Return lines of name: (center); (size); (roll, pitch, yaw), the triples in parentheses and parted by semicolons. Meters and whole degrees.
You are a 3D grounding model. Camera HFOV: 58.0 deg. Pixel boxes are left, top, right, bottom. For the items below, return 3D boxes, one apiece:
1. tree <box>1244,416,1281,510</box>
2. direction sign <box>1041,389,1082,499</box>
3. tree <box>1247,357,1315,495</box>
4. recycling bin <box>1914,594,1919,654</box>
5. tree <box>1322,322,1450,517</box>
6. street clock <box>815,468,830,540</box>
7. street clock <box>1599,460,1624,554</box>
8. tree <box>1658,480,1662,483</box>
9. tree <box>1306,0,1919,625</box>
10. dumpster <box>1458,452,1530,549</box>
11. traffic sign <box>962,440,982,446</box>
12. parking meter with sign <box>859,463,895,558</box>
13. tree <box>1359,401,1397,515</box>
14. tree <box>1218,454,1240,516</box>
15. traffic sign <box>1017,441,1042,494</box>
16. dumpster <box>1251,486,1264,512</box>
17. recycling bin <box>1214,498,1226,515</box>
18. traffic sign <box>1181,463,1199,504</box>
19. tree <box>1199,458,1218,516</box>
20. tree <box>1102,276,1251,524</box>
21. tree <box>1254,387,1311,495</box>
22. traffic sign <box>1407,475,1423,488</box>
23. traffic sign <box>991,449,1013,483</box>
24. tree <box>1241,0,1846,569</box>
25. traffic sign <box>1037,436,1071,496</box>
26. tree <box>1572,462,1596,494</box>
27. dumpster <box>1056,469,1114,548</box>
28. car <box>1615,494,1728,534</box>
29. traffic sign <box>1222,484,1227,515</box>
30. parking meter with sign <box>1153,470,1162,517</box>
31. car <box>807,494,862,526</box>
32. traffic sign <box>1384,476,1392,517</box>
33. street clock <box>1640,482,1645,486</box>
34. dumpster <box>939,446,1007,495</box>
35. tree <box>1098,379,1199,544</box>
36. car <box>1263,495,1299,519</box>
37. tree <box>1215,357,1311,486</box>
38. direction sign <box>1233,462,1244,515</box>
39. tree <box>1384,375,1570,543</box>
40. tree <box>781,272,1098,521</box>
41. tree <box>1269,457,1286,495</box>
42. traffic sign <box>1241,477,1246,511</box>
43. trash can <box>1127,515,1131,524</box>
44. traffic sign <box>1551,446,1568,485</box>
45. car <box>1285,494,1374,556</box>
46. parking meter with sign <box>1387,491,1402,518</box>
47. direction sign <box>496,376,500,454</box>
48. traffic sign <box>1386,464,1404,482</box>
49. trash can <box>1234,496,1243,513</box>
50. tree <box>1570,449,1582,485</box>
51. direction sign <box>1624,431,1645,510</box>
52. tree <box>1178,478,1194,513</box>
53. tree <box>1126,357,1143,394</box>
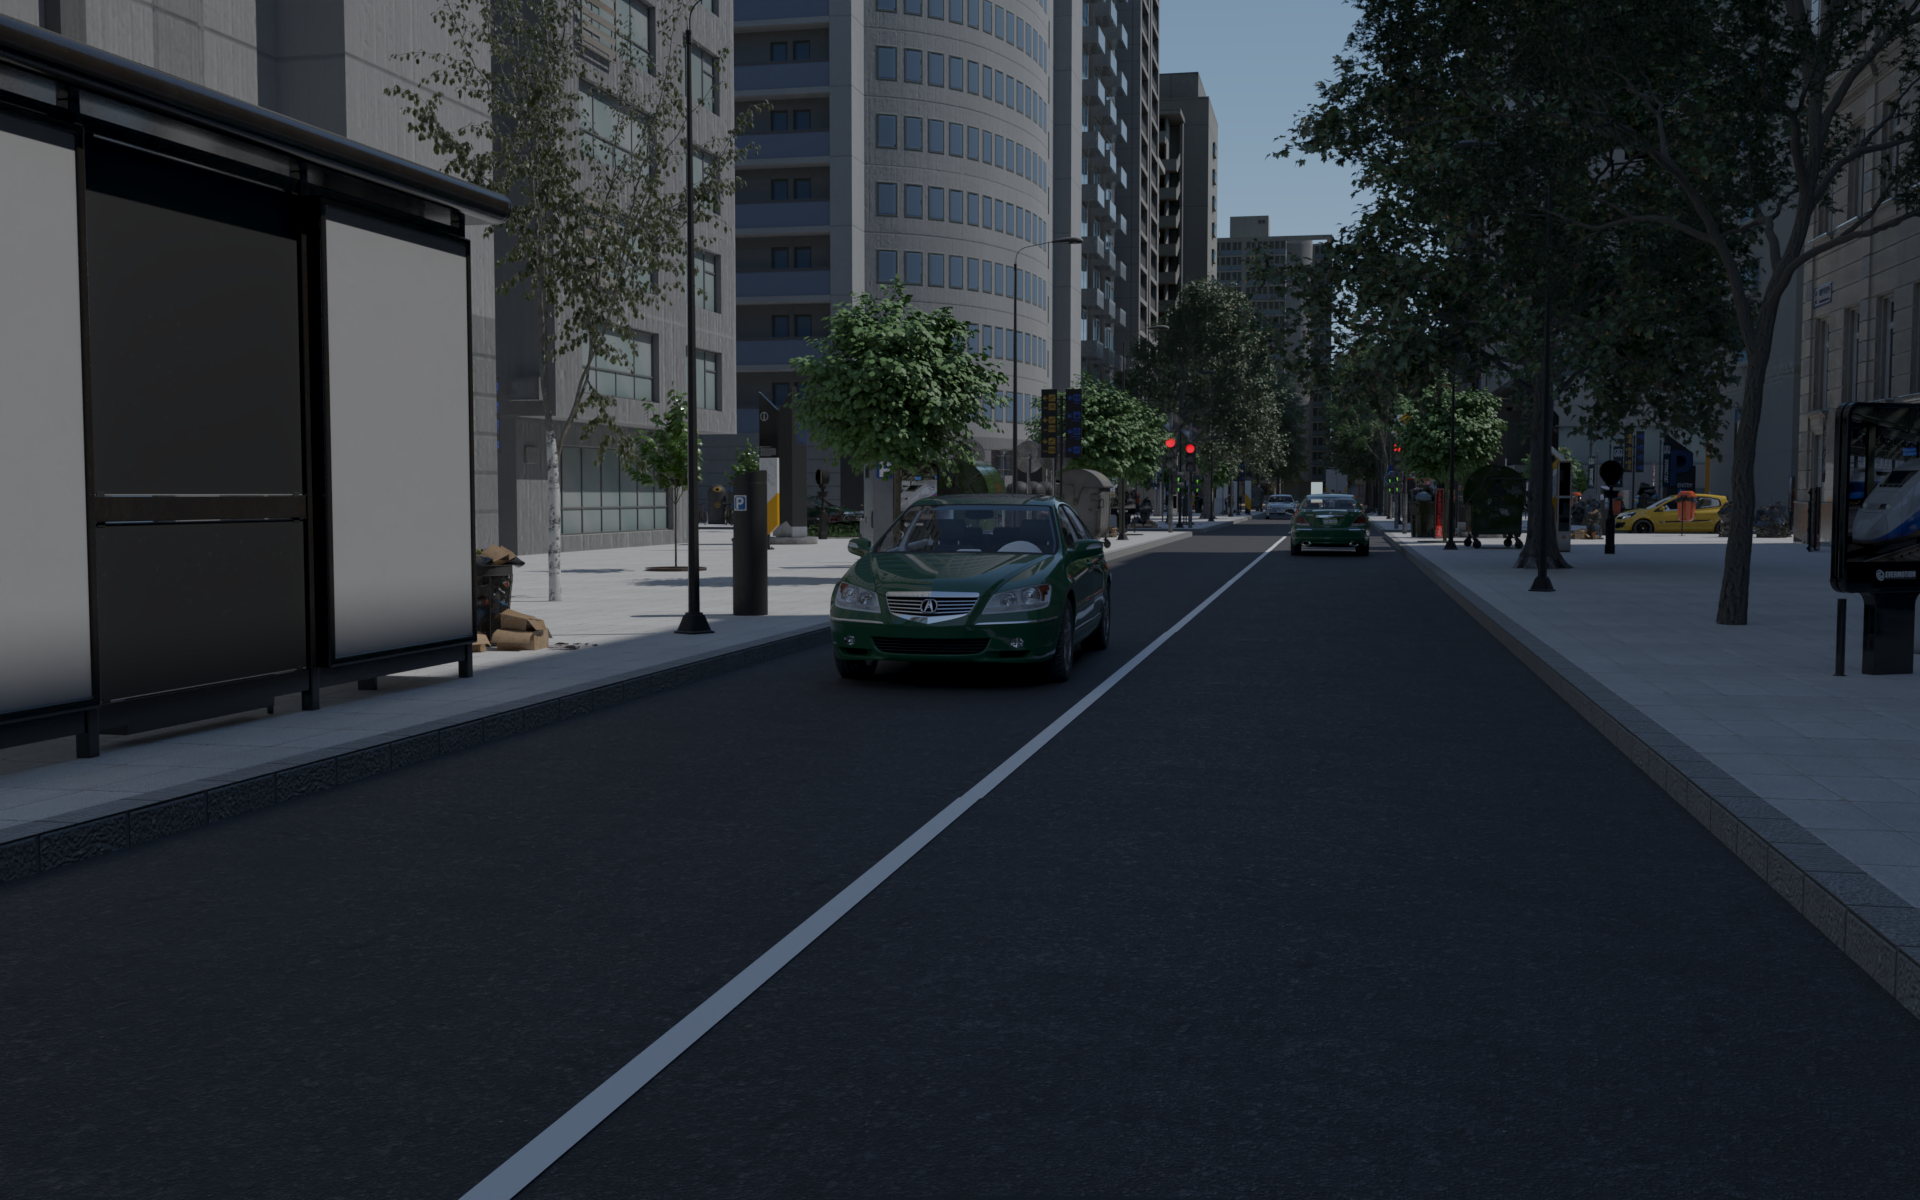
tree: (23.685, -11.506, 138.492); (4.737, 8.622, 4.395); (0, 3, 0)
direction sign: (2.184, -2.775, 37.365); (0.876, 3.537, 0.379); (1, 4, 10)
tree: (38.679, -21.987, 215.375); (12.611, 20.169, 13.585); (0, 3, 0)
recycling bin: (7.943, -0.095, 14.112); (0.722, 1.027, 0.722); (-2, 4, -29)
tree: (24.365, -10.606, 99.166); (9.928, 11.665, 9.643); (0, 3, 0)
street clock: (-3.877, -2.713, 48.921); (0.358, 2.002, 0.471); (-2, 4, -32)
street clock: (13.923, -1.987, 37.054); (0.471, 2.002, 0.358); (2, 4, 30)
tree: (43.566, -6.759, 105.114); (1.663, 3.219, 1.824); (0, 3, 0)
tree: (7.506, -5.016, 16.421); (8.767, 10.594, 7.601); (1, 4, 13)
dumpster: (12.657, -2.363, 41.126); (1.502, 2.255, 1.985); (1, 4, 12)
traffic sign: (0.194, -2.435, 39.912); (0.768, 2.556, 0.104); (1, 4, 16)
parking meter with sign: (-1.382, -2.083, 30.312); (0.543, 3.016, 1.738); (-1, 4, -19)
tree: (26.664, -9.620, 107.644); (4.360, 8.622, 3.978); (0, 3, 0)
tree: (14.702, -7.170, 100.945); (4.285, 4.588, 4.351); (0, 3, 0)
traffic sign: (1.630, -2.519, 41.298); (0.768, 2.556, 0.104); (1, 4, 20)
dumpster: (21.075, -7.231, 123.987); (1.264, 1.857, 1.865); (1, 4, 12)
recycling bin: (16.422, -5.909, 109.164); (0.722, 1.027, 0.722); (-2, 4, -28)
traffic sign: (9.151, -4.222, 69.131); (0.768, 2.556, 0.104); (1, 4, 17)
tree: (5.104, -4.304, 54.084); (4.285, 4.588, 4.351); (0, 3, 0)
tree: (9.270, -8.560, 74.364); (7.601, 10.594, 8.767); (3, 5, 42)
tree: (33.130, -16.171, 182.519); (7.486, 12.596, 7.792); (0, 3, 0)
traffic sign: (17.270, -4.008, 65.539); (0.884, 2.594, 0.081); (1, 4, 16)
traffic sign: (0.981, -2.260, 39.073); (0.606, 2.300, 0.079); (1, 4, 20)
tree: (9.994, -6.887, 29.608); (9.611, 12.733, 9.660); (0, 3, 0)
traffic sign: (2.056, -2.316, 37.970); (0.768, 2.556, 0.104); (1, 4, 18)
tree: (37.445, -6.739, 104.776); (1.663, 3.219, 1.824); (0, 3, 0)
dumpster: (2.834, -2.113, 40.311); (1.264, 1.857, 1.865); (1, 4, 12)
car: (24.198, -2.951, 58.471); (3.980, 1.641, 2.015); (1, 4, 13)
traffic sign: (15.794, -6.356, 104.033); (0.768, 2.556, 0.104); (1, 4, 22)
parking meter with sign: (11.356, -6.310, 99.423); (0.543, 3.016, 1.738); (1, 4, 10)
car: (-5.661, -3.362, 64.757); (4.222, 1.686, 2.009); (1, 4, 11)
traffic sign: (22.929, -5.622, 92.022); (0.768, 2.556, 0.104); (1, 4, 17)
street clock: (41.763, -6.202, 105.978); (0.358, 2.002, 0.471); (0, 4, 7)
dumpster: (0.019, -1.966, 34.635); (1.502, 2.255, 1.985); (1, 4, 12)
tree: (3.294, -3.759, 45.175); (4.285, 4.588, 4.351); (0, 3, 0)
car: (18.445, -5.357, 99.592); (2.014, 1.417, 4.499); (1, 4, 10)
tree: (27.082, -15.358, 157.751); (9.857, 13.997, 8.962); (0, 3, 0)
direction sign: (16.838, -6.891, 104.668); (0.379, 3.537, 0.876); (-3, 4, -37)
tree: (12.815, -3.801, 45.867); (4.285, 4.588, 4.351); (0, 3, 0)
tree: (-0.906, -2.564, 25.638); (4.285, 4.588, 4.351); (0, 3, 0)
tree: (36.878, -15.369, 201.642); (4.360, 8.622, 3.978); (0, 3, 0)
traffic sign: (21.055, -7.805, 127.713); (0.768, 2.556, 0.104); (1, 4, 19)
trash can: (6.680, -3.614, 70.737); (0.748, 1.137, 0.748); (0, 3, 0)
traffic sign: (14.151, -2.463, 41.460); (0.795, 2.450, 0.064); (1, 4, 20)
car: (8.915, -1.835, 41.804); (2.131, 1.459, 4.920); (1, 4, 11)
parking meter with sign: (23.733, -5.941, 93.397); (1.738, 3.016, 0.543); (-3, 5, -41)
direction sign: (-9.068, -2.510, 33.034); (0.379, 3.537, 0.876); (2, 4, 26)
traffic sign: (17.703, -4.296, 70.353); (0.768, 2.556, 0.104); (1, 4, 15)
trash can: (18.892, -6.507, 118.039); (0.748, 1.137, 0.748); (0, 3, 0)
tree: (34.159, -7.118, 100.101); (4.285, 4.588, 4.351); (0, 3, 0)
direction sign: (24.183, -4.293, 62.188); (0.876, 3.537, 0.379); (-1, 4, -21)
tree: (15.491, -7.617, 119.134); (1.663, 3.219, 1.824); (0, 3, 0)
tree: (12.726, -10.535, 89.249); (9.611, 12.733, 9.660); (0, 3, 0)
